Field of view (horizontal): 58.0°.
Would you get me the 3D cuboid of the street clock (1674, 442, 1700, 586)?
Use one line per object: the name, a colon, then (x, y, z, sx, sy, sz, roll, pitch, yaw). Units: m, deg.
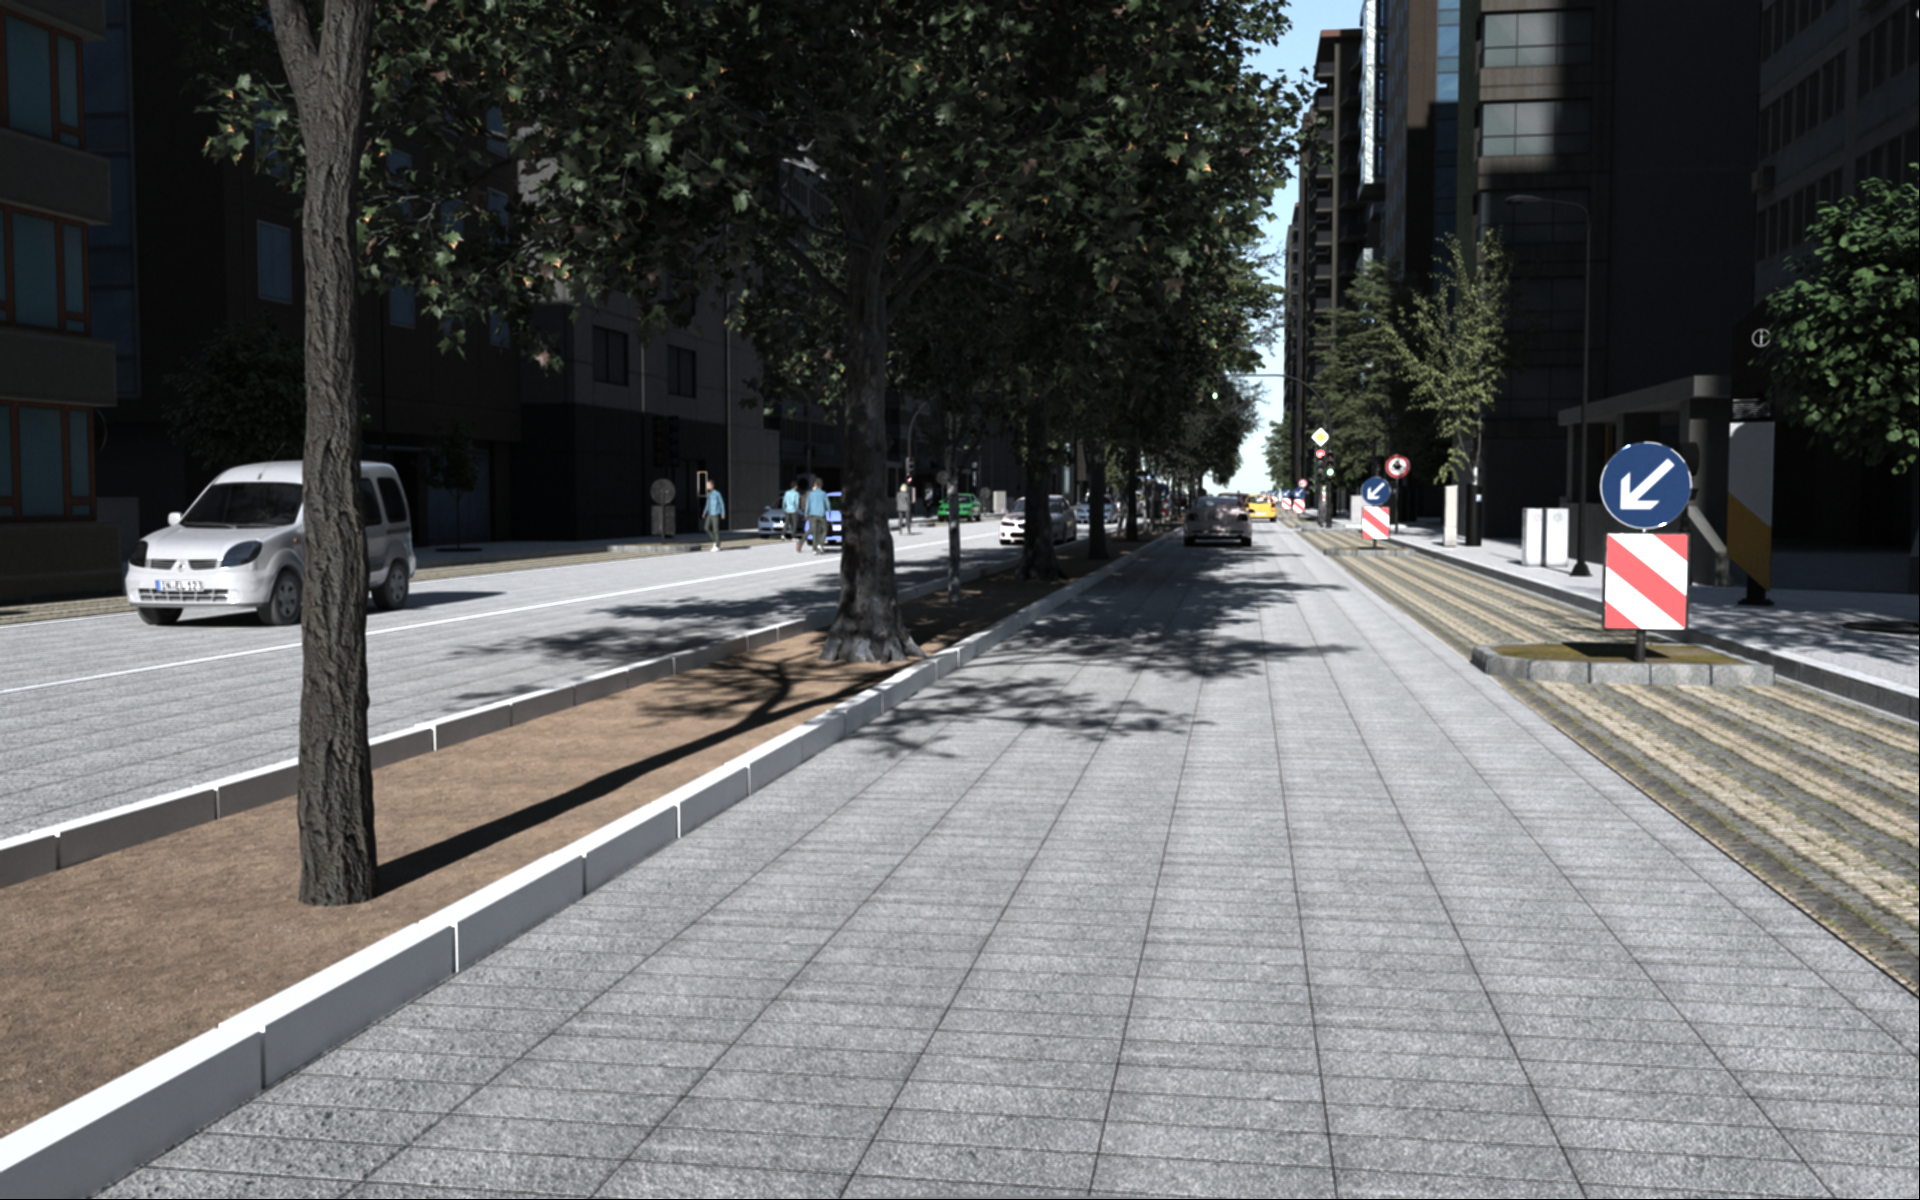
street clock: (10.150, -1.203, 24.247, 0.358, 2.002, 0.471, 0, 4, 8)

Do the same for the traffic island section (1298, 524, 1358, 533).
traffic island section: (13.975, -2.646, 65.545, 2.009, 0.180, 2.903, 1, 4, 9)

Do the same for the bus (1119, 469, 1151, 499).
bus: (18.128, -11.338, 176.925, 2.896, 3.916, 12.252, 1, 4, 9)

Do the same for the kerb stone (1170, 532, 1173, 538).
kerb stone: (6.633, -2.025, 55.310, 0.120, 0.150, 1.000, 1, 4, 9)

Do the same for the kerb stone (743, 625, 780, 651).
kerb stone: (-1.899, 0.369, 16.168, 0.120, 0.150, 1.000, 1, 4, 9)

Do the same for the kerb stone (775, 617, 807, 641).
kerb stone: (-1.731, 0.307, 17.176, 0.120, 0.150, 1.000, 1, 4, 9)

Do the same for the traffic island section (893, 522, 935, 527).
traffic island section: (-2.245, -3.303, 76.284, 2.009, 0.180, 2.903, 1, 4, 9)

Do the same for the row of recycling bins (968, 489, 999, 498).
row of recycling bins: (1.623, -7.909, 136.424, 3.534, 1.692, 1.069, -3, 4, -36)

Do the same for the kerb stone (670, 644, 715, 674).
kerb stone: (-2.227, 0.498, 14.144, 0.120, 0.150, 1.000, 1, 4, 9)

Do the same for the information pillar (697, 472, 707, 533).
information pillar: (-8.424, -3.187, 56.597, 0.304, 2.012, 0.304, -1, 4, -15)

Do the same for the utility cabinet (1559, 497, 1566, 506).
utility cabinet: (15.296, -1.937, 42.824, 1.020, 1.237, 0.306, -2, 4, -25)

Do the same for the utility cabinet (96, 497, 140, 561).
utility cabinet: (-16.166, -1.335, 32.986, 0.306, 1.237, 1.020, 2, 4, 28)

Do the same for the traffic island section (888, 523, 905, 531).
traffic island section: (-3.534, -2.821, 68.403, 2.009, 0.180, 2.903, 1, 4, 9)

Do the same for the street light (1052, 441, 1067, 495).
street light: (8.659, -10.969, 151.876, 1.470, 5.913, 1.316, 1, 4, 9)

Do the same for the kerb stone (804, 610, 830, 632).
kerb stone: (-1.566, 0.245, 18.185, 0.120, 0.150, 1.000, 1, 4, 9)

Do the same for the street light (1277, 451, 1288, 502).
street light: (34.898, -12.978, 184.732, 1.470, 5.913, 1.316, 1, 4, 9)

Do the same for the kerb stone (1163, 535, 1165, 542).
kerb stone: (5.802, -1.715, 50.232, 0.120, 0.150, 1.000, 1, 4, 9)

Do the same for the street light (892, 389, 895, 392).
street light: (-3.564, -6.372, 76.724, 1.470, 5.913, 1.316, 1, 4, 9)

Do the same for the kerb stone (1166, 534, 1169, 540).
kerb stone: (6.140, -1.835, 52.260, 0.120, 0.150, 1.000, 1, 4, 9)

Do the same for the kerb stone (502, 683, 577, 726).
kerb stone: (-2.724, 0.678, 11.114, 0.120, 0.150, 1.000, 1, 4, 9)

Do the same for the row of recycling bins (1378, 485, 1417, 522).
row of recycling bins: (20.260, -4.479, 80.351, 1.069, 1.692, 3.534, 2, 4, 34)

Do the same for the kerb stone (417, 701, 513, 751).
kerb stone: (-2.887, 0.740, 10.104, 0.120, 0.150, 1.000, 1, 4, 9)

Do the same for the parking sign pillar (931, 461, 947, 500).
parking sign pillar: (-1.479, -9.487, 143.583, 1.447, 3.967, 1.447, 2, 4, 31)

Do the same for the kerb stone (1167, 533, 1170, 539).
kerb stone: (6.300, -1.901, 53.277, 0.120, 0.150, 1.000, 1, 4, 9)

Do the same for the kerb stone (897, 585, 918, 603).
kerb stone: (-0.744, -0.059, 23.239, 0.120, 0.150, 1.000, 1, 4, 9)

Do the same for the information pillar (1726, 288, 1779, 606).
information pillar: (9.140, -1.750, 19.965, 0.504, 3.616, 0.183, 3, 5, 43)

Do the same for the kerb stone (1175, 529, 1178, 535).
kerb stone: (7.295, -2.266, 59.356, 0.120, 0.150, 1.000, 1, 4, 9)

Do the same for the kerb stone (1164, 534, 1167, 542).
kerb stone: (5.973, -1.777, 51.252, 0.120, 0.150, 1.000, 1, 4, 9)

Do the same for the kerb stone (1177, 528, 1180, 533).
kerb stone: (7.625, -2.392, 61.375, 0.120, 0.150, 1.000, 1, 4, 9)

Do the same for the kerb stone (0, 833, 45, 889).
kerb stone: (-3.552, 0.988, 6.054, 0.120, 0.150, 1.000, 1, 4, 9)

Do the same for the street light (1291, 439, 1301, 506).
street light: (28.772, -10.659, 146.819, 1.470, 5.913, 1.316, 1, 4, 9)

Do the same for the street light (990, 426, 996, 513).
street light: (2.660, -8.713, 115.004, 1.470, 5.913, 1.316, 1, 4, 9)

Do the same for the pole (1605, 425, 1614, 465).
pole: (16.865, -3.132, 45.051, 0.158, 3.312, 0.155, 0, 3, 0)

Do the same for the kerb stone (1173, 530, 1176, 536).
kerb stone: (6.971, -2.149, 57.334, 0.120, 0.150, 1.000, 1, 4, 9)

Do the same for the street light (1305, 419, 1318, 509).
street light: (22.352, -8.274, 107.816, 1.470, 5.913, 1.316, 1, 4, 9)

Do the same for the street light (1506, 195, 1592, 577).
street light: (9.188, -3.333, 27.037, 1.470, 5.913, 1.316, 1, 4, 9)

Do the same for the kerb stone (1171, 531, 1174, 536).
kerb stone: (6.801, -2.087, 56.326, 0.120, 0.150, 1.000, 1, 4, 9)

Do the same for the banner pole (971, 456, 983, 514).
banner pole: (1.099, -7.589, 114.098, 0.863, 3.779, 0.401, 1, 4, 23)

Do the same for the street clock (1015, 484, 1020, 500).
street clock: (4.198, -7.468, 126.678, 0.358, 2.002, 0.471, 2, 4, 30)

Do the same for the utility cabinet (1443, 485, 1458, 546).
utility cabinet: (12.039, -2.073, 42.567, 0.318, 1.500, 1.173, 1, 4, 14)

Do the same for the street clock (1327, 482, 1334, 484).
street clock: (21.535, -5.878, 100.668, 0.471, 2.002, 0.358, -3, 5, -41)

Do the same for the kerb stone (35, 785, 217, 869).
kerb stone: (-3.391, 0.926, 7.070, 0.120, 0.150, 1.000, 1, 4, 9)

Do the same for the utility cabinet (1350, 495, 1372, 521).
utility cabinet: (19.214, -4.391, 82.948, 1.020, 1.237, 0.306, 0, 4, 2)

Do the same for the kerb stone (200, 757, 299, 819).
kerb stone: (-3.224, 0.864, 8.079, 0.120, 0.150, 1.000, 1, 4, 9)

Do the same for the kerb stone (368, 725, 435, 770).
kerb stone: (-3.060, 0.811, 9.098, 0.120, 0.150, 1.000, 1, 4, 9)

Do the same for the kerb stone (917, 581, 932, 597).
kerb stone: (-0.570, -0.124, 24.252, 0.120, 0.150, 1.000, 1, 4, 9)

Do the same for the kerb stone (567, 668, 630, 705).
kerb stone: (-2.562, 0.617, 12.123, 0.120, 0.150, 1.000, 1, 4, 9)

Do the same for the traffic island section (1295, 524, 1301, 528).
traffic island section: (15.264, -3.128, 73.425, 2.009, 0.180, 2.903, 1, 4, 9)

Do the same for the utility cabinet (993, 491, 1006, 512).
utility cabinet: (2.793, -6.971, 122.657, 0.318, 1.500, 1.173, 3, 4, 37)

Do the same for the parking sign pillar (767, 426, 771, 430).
parking sign pillar: (-7.841, -4.892, 68.451, 1.447, 3.967, 1.447, 1, 4, 12)

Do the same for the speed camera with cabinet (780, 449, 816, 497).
speed camera with cabinet: (-7.408, -5.057, 77.018, 2.038, 3.252, 0.660, 2, 4, 28)

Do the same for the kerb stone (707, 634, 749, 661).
kerb stone: (-2.068, 0.431, 15.155, 0.120, 0.150, 1.000, 1, 4, 9)

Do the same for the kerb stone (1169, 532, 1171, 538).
kerb stone: (6.458, -1.961, 54.295, 0.120, 0.150, 1.000, 1, 4, 9)

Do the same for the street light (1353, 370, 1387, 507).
street light: (15.440, -5.661, 65.103, 1.470, 5.913, 1.316, 1, 4, 9)

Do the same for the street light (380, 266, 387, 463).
street light: (-10.626, -3.724, 33.428, 1.470, 5.913, 1.316, 1, 4, 9)

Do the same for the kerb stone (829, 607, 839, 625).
kerb stone: (-1.403, 0.184, 19.194, 0.120, 0.150, 1.000, 1, 4, 9)

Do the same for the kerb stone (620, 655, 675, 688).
kerb stone: (-2.401, 0.554, 13.133, 0.120, 0.150, 1.000, 1, 4, 9)
